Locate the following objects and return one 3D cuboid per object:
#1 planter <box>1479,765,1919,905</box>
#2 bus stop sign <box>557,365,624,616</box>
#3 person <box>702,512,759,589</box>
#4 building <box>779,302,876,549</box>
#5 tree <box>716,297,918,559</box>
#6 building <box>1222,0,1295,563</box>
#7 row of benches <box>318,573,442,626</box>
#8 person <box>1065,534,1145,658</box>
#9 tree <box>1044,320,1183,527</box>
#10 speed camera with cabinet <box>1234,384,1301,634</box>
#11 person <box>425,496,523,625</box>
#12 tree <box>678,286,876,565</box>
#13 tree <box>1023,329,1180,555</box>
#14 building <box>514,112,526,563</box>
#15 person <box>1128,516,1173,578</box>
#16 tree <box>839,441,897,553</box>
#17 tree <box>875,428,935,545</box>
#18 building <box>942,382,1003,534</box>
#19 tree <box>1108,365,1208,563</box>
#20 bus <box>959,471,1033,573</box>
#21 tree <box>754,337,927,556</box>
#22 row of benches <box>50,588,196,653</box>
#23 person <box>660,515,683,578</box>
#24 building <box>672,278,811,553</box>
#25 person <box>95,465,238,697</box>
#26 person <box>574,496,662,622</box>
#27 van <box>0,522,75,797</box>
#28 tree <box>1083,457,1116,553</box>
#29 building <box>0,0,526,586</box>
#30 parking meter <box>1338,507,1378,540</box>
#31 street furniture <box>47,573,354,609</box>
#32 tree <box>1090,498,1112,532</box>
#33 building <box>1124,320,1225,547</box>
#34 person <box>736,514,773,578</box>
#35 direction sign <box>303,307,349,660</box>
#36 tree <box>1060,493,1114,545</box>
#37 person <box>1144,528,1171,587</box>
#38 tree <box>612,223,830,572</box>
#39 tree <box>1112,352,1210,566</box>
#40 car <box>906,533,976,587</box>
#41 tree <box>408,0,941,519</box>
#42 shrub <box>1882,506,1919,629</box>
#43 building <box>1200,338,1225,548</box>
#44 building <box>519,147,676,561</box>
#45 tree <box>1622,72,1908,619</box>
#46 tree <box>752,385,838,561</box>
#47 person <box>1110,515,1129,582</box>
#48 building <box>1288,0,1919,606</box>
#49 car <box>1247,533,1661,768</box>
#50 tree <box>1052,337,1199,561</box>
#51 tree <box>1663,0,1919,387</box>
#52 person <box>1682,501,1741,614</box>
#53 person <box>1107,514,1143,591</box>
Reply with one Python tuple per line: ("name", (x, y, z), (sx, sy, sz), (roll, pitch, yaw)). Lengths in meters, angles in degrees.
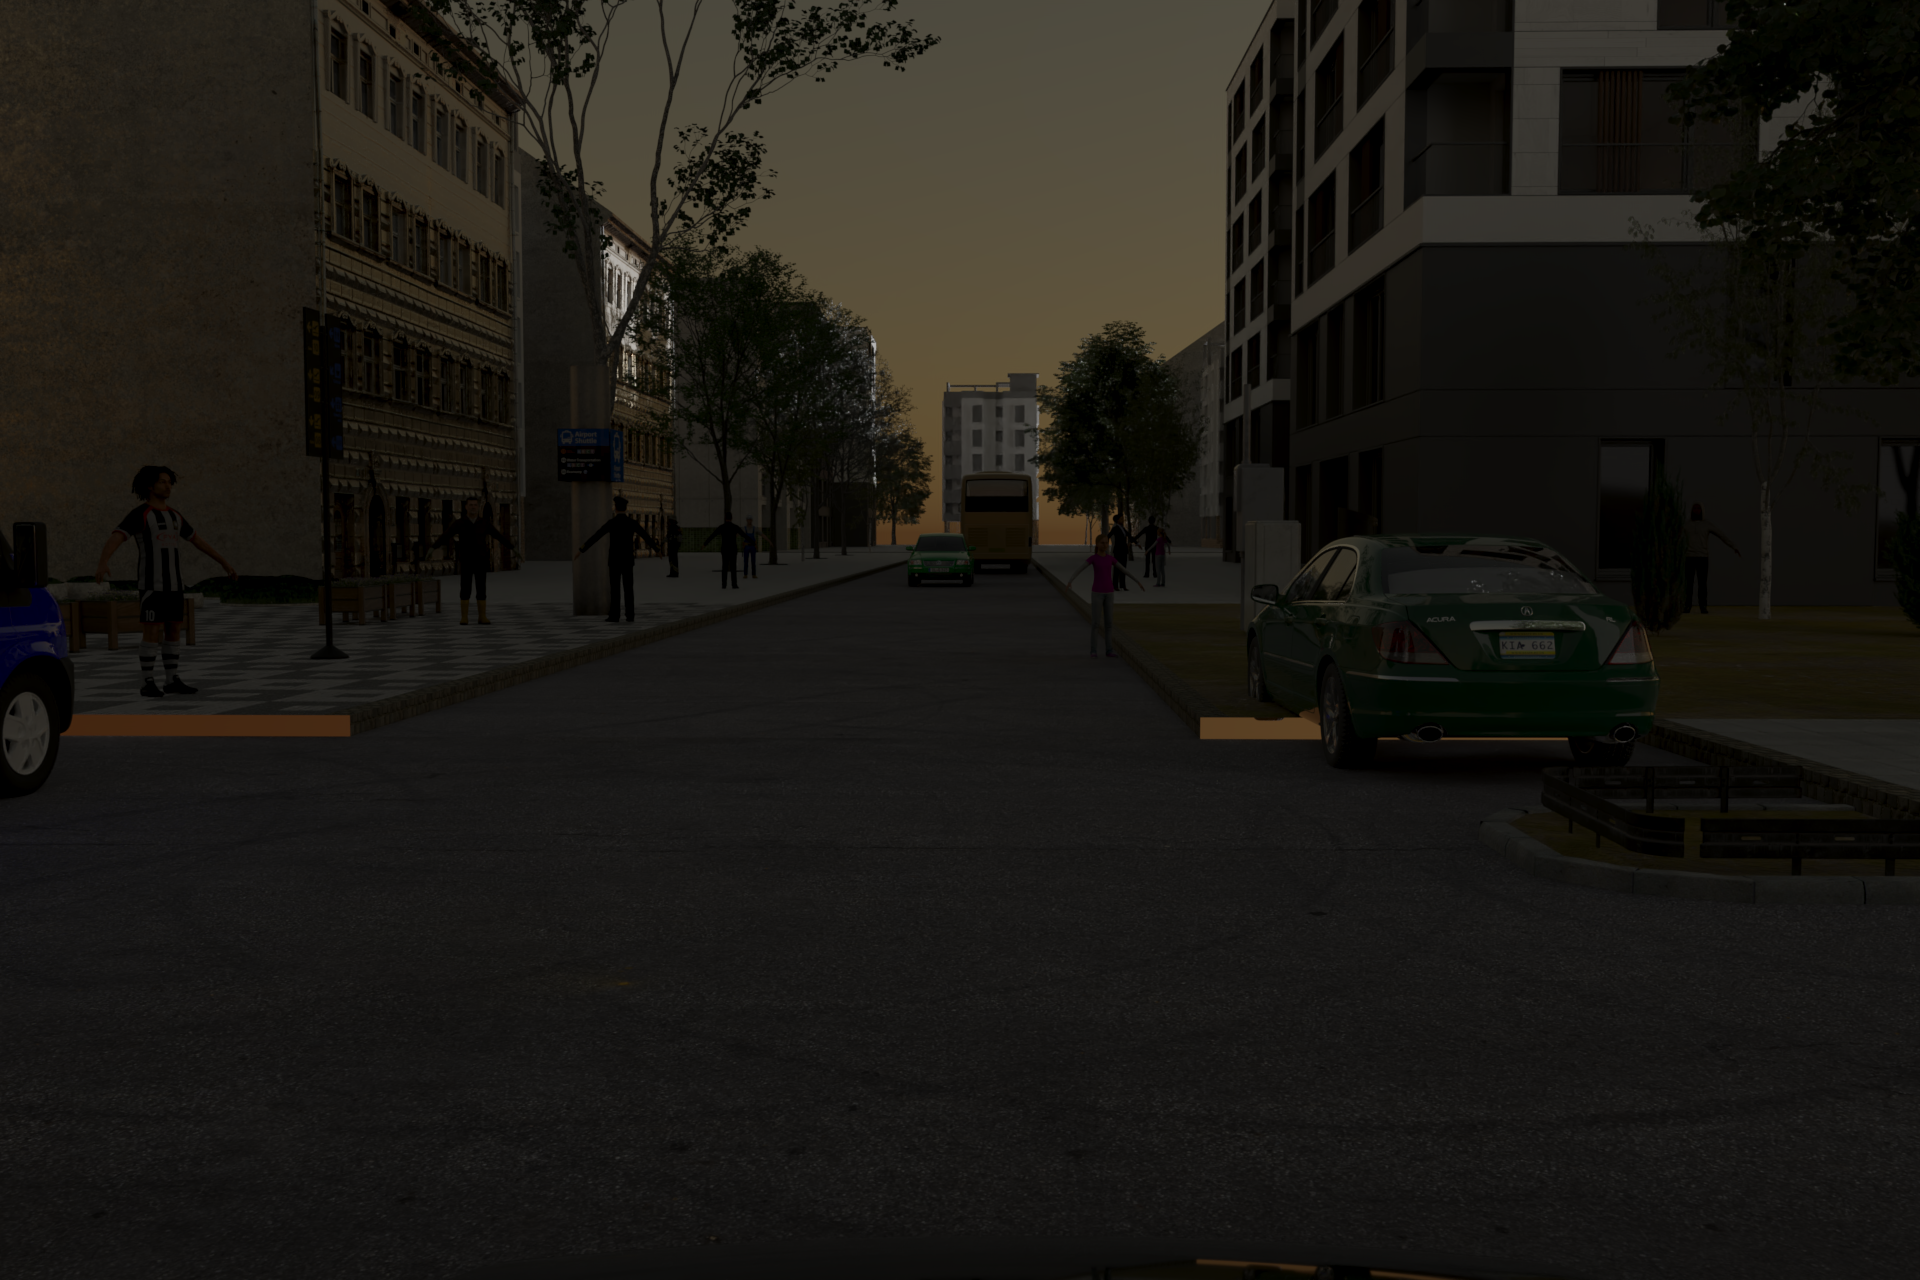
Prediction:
("planter", (3.409, 0.823, 7.689), (1.991, 0.319, 1.994), (0, 4, 2))
("bus stop sign", (-5.817, -2.344, 27.333), (0.837, 3.901, 0.837), (0, 4, 3))
("person", (-5.411, -2.106, 40.653), (1.346, 1.802, 0.704), (0, 4, 3))
("building", (-23.094, -19.879, 169.004), (27.936, 21.610, 32.646), (0, 4, 1))
("tree", (-7.258, -10.922, 88.944), (12.009, 13.543, 11.850), (0, 3, 0))
("building", (26.190, -14.561, 82.052), (27.936, 21.610, 32.646), (0, 4, 1))
("row of benches", (-8.705, -0.651, 26.101), (1.422, 0.672, 4.104), (0, 4, -1))
("person", (1.668, -0.507, 20.012), (0.991, 1.433, 0.599), (-1, 4, -19))
("tree", (8.216, -10.677, 92.693), (7.486, 12.596, 7.792), (0, 3, 0))
("speed camera with cabinet", (3.949, -1.707, 22.252), (0.660, 3.252, 2.038), (0, 4, 2))
("person", (-6.894, -1.126, 24.540), (1.346, 1.812, 0.704), (-2, 4, -25))
("tree", (-7.585, -8.918, 71.568), (9.928, 11.665, 9.643), (0, 3, 0))
("tree", (8.862, -12.246, 106.877), (9.857, 13.997, 8.962), (0, 3, 0))
("building", (-24.586, -12.674, 63.638), (16.016, 20.090, 11.380), (0, 4, 2))
("person", (5.615, -2.737, 50.932), (1.347, 1.806, 0.705), (0, 4, -7))
("tree", (-5.963, -10.063, 114.889), (4.360, 8.622, 3.978), (0, 3, 0))
("tree", (-7.776, -18.289, 205.682), (9.857, 13.997, 8.962), (0, 3, 0))
("building", (-1.799, -21.396, 208.702), (11.380, 20.090, 16.016), (1, 4, 8))
("tree", (8.649, -7.646, 75.378), (4.737, 8.622, 4.395), (0, 3, 0))
("bus", (1.344, -4.602, 66.789), (2.896, 3.916, 12.252), (0, 4, 0))
("tree", (-7.080, -11.805, 103.386), (12.009, 13.543, 11.850), (0, 3, 0))
("row of benches", (-10.067, -0.173, 18.286), (1.422, 0.672, 4.104), (2, 4, 29))
("person", (-8.494, -2.776, 51.159), (0.705, 1.856, 1.354), (-2, 4, -33))
("building", (-21.899, -16.458, 135.539), (16.747, 18.905, 31.486), (0, 4, 2))
("person", (-6.332, -0.466, 13.755), (0.704, 1.843, 1.345), (1, 4, 23))
("person", (-4.958, -1.184, 25.299), (1.347, 1.837, 0.705), (-2, 4, -31))
("van", (-6.065, -0.205, 7.729), (2.240, 2.365, 5.245), (0, 4, 2))
("tree", (8.997, -10.248, 117.922), (4.737, 8.622, 4.395), (0, 3, 0))
("building", (-24.896, -13.493, 51.541), (19.493, 23.208, 18.063), (0, 4, 1))
("parking meter", (3.791, -0.498, 16.546), (0.372, 1.533, 0.369), (0, 3, 0))
("street furniture", (-14.650, -0.949, 31.143), (5.734, 0.657, 10.072), (2, 4, 24))
("tree", (16.839, -15.455, 203.051), (4.360, 8.622, 3.978), (0, 3, 0))
("building", (27.456, -21.534, 183.005), (19.493, 23.208, 18.063), (0, 4, 1))
("person", (-6.079, -2.706, 50.099), (1.347, 1.847, 0.705), (-1, 4, -12))
("direction sign", (-6.501, -1.576, 17.759), (0.379, 3.537, 0.876), (0, 4, 2))
("tree", (15.553, -16.831, 209.592), (7.601, 10.594, 8.767), (0, 4, 6))
("person", (4.817, -2.007, 42.075), (0.599, 1.433, 0.991), (3, 5, 44))
("tree", (-8.000, -8.135, 58.760), (9.928, 11.665, 9.643), (0, 3, 0))
("tree", (8.314, -7.325, 70.122), (4.360, 8.622, 3.978), (0, 3, 0))
("car", (-0.514, -2.434, 48.599), (1.959, 1.807, 4.718), (0, 4, 1))
("tree", (-7.197, -11.249, 39.809), (12.611, 20.169, 13.585), (0, 3, 0))
("shrub", (12.431, -1.049, 21.568), (1.690, 2.028, 1.600), (0, 3, 0))
("building", (28.482, -19.036, 167.650), (16.016, 20.090, 11.380), (0, 4, 1))
("building", (-25.910, -15.902, 90.919), (19.493, 23.208, 18.063), (0, 4, 1))
("tree", (12.267, -4.629, 26.053), (4.360, 8.622, 3.978), (0, 3, 0))
("tree", (-7.596, -7.985, 80.913), (4.737, 8.622, 4.395), (0, 3, 0))
("person", (4.208, -2.441, 46.104), (0.705, 1.806, 1.347), (-1, 4, -10))
("building", (22.474, -12.364, 46.125), (27.936, 21.610, 32.646), (0, 4, 1))
("car", (3.180, -0.013, 12.016), (2.131, 1.459, 4.920), (0, 3, 0))
("tree", (7.831, -9.052, 82.412), (7.601, 10.594, 8.767), (1, 4, 10))
("tree", (9.030, -6.405, 11.382), (9.857, 13.997, 8.962), (0, 3, 0))
("person", (11.905, -1.338, 28.008), (1.348, 1.813, 0.705), (2, 4, 30))
("person", (3.664, -1.973, 38.984), (1.216, 1.740, 0.721), (-3, 5, -43))
